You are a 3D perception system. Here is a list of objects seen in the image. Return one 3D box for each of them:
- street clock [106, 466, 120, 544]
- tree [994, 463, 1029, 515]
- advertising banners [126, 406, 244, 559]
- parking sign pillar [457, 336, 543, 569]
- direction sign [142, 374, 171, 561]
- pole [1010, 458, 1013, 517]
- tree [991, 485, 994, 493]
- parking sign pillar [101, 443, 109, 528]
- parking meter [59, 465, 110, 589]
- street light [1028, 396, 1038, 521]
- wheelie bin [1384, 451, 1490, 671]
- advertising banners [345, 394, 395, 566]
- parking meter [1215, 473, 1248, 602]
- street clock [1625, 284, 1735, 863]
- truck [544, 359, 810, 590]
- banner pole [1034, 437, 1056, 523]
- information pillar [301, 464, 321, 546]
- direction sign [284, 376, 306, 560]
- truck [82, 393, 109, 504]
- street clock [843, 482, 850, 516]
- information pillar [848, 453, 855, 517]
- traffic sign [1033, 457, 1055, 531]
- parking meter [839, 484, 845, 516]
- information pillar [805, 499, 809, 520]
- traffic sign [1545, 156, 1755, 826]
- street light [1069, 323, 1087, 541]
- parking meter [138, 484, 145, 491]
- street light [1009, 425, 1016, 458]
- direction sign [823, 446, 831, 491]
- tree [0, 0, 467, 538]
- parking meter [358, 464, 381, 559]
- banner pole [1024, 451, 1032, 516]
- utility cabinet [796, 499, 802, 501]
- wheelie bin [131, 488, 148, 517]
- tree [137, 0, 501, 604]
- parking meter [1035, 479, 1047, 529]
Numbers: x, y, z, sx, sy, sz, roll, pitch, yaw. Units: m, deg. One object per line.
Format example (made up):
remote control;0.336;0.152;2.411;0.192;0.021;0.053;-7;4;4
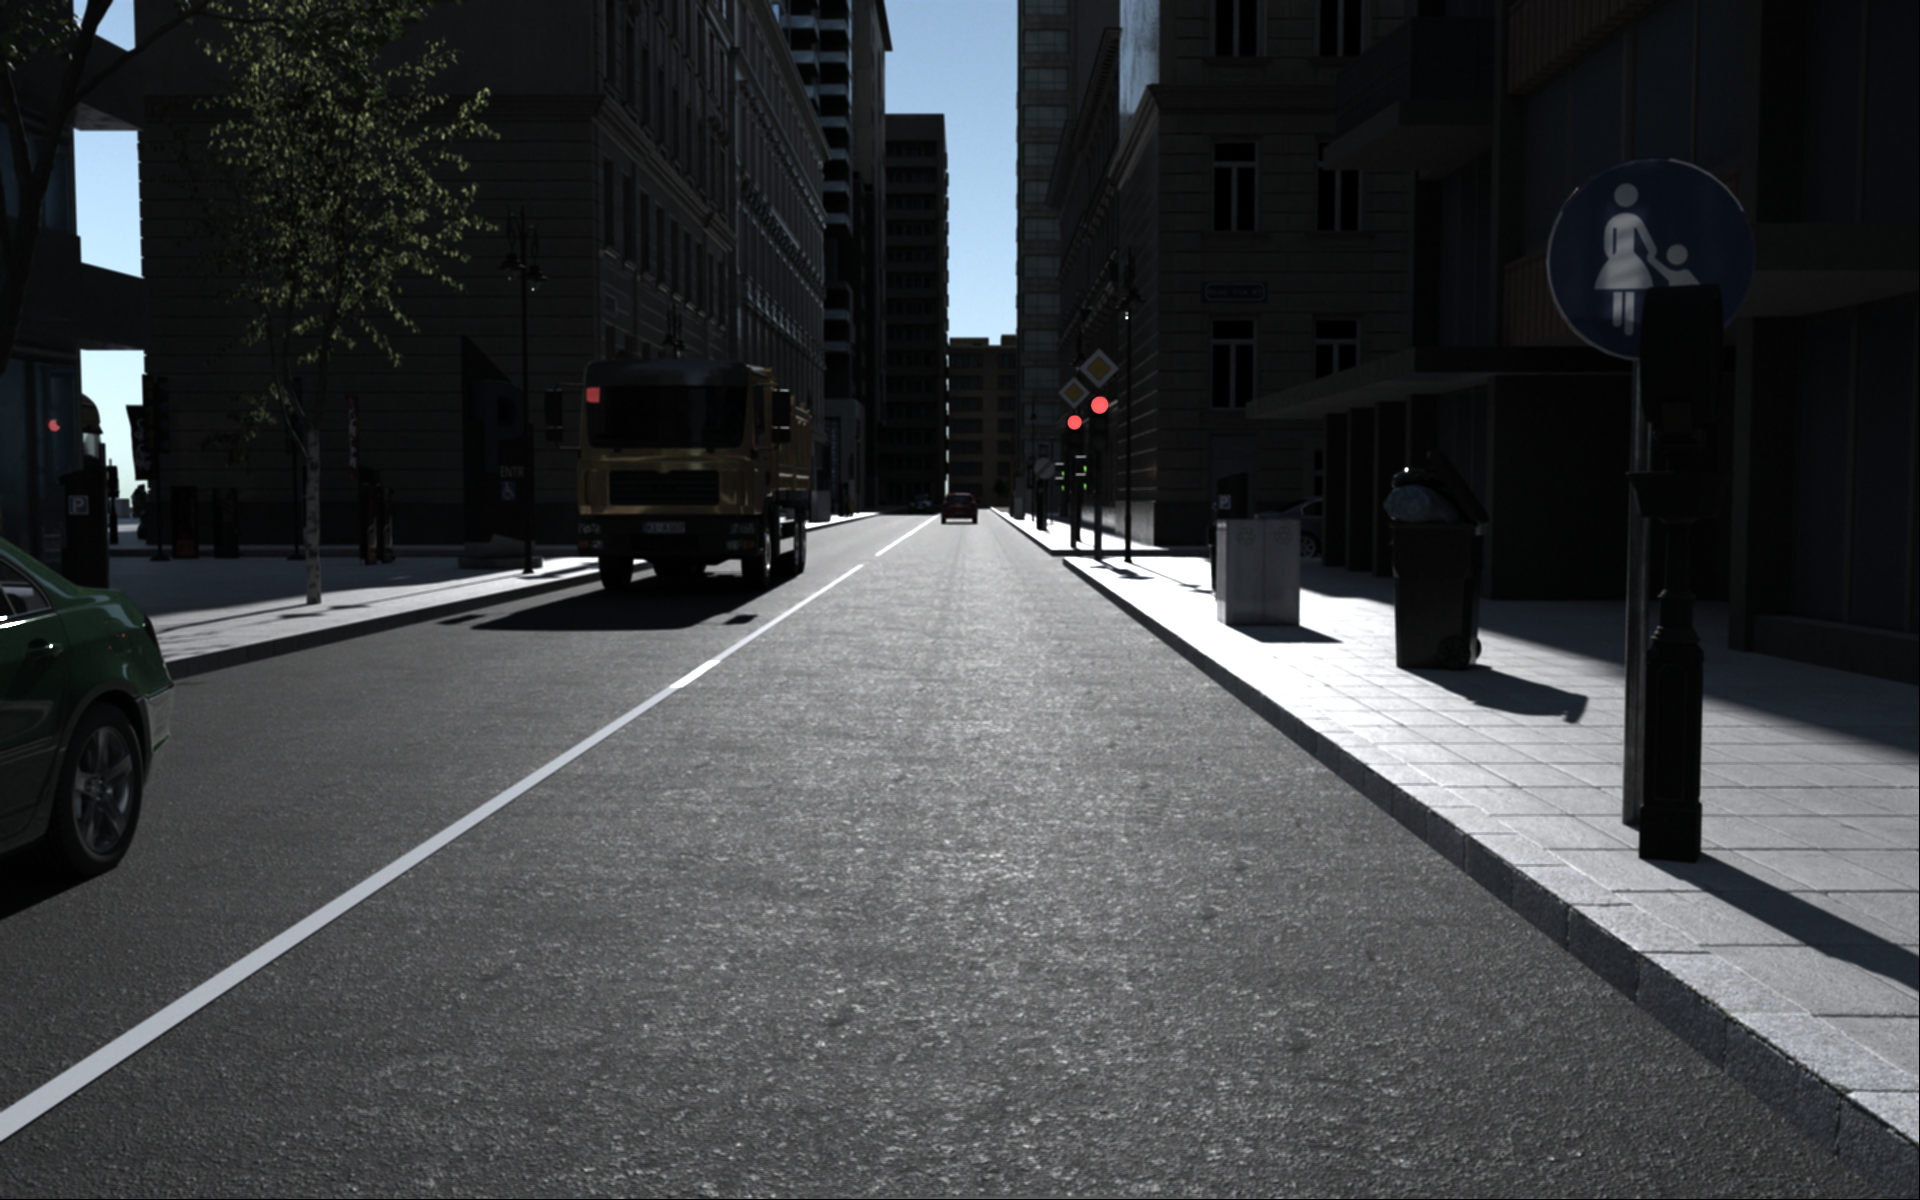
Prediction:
street clock;-21.749;-2.440;44.462;0.358;2.002;0.471;-2;4;-32
tree;3.544;-7.312;114.145;1.663;3.219;1.824;0;3;0
advertising banners;-15.329;-2.329;34.266;2.074;3.025;0.090;-1;4;-16
parking sign pillar;-8.010;-2.545;30.091;1.447;3.967;1.447;2;4;30
direction sign;-15.385;-2.521;33.210;0.379;3.537;0.876;0;4;4
pole;2.889;-6.294;96.744;0.158;3.312;0.155;0;3;0
tree;4.601;-12.203;194.119;1.663;3.219;1.824;0;3;0
parking sign pillar;-33.104;-4.754;66.200;1.447;3.967;1.447;3;5;45
parking meter;-7.596;-0.405;15.038;0.372;1.533;0.369;0;3;0
street light;3.442;-6.651;81.532;0.468;5.910;1.993;0;4;0
wheelie bin;3.528;-0.302;12.849;0.693;1.594;0.980;2;4;24
advertising banners;-10.665;-2.148;31.311;0.090;3.025;2.074;0;4;3
parking meter;3.230;-0.746;20.611;0.372;1.533;0.369;0;3;0
street clock;2.516;-0.092;6.076;0.358;2.002;0.471;2;4;28
truck;-4.113;-1.966;28.075;3.469;3.379;9.791;0;3;0
banner pole;3.839;-5.292;76.537;0.863;3.779;0.401;2;4;28
information pillar;-15.937;-2.326;42.529;0.304;2.012;0.304;3;5;40
direction sign;-12.938;-2.550;33.686;0.379;3.537;0.876;-3;5;-40
truck;-24.211;-3.010;38.123;11.283;4.237;2.839;0;3;0
street clock;-6.508;-5.852;100.247;0.471;2.002;0.358;-2;4;-34
information pillar;-6.211;-6.564;98.673;0.183;3.616;0.504;-2;4;-32
traffic sign;2.920;-3.657;59.900;0.768;2.556;0.104;0;4;4
parking meter;-6.804;-5.750;99.724;0.255;1.863;0.399;1;4;20
information pillar;-7.712;-5.039;86.883;0.304;2.012;0.304;2;4;32
traffic sign;2.618;-0.401;6.659;0.768;2.556;0.104;0;4;5
street light;3.216;-4.531;46.862;0.468;5.910;1.993;0;4;0
parking meter;-47.174;-5.754;99.791;0.399;1.863;0.255;-1;4;-21
street light;3.534;-8.772;116.203;0.468;5.910;1.993;0;4;0
direction sign;-6.350;-5.537;82.525;0.379;3.537;0.876;1;4;20
tree;-7.702;-5.376;13.651;9.928;11.665;9.643;0;3;0
parking meter;-11.649;-1.743;34.211;0.399;1.863;0.255;0;4;6
banner pole;4.020;-6.812;101.387;0.863;3.779;0.401;1;4;19
utility cabinet;-7.536;-4.294;81.375;0.306;1.237;1.020;0;4;-1
wheelie bin;-44.941;-5.324;94.956;0.693;1.594;0.980;0;4;7
tree;-7.557;-4.276;20.268;4.360;8.622;3.978;0;3;0
parking meter;2.962;-3.516;63.199;0.399;1.863;0.255;1;4;15
